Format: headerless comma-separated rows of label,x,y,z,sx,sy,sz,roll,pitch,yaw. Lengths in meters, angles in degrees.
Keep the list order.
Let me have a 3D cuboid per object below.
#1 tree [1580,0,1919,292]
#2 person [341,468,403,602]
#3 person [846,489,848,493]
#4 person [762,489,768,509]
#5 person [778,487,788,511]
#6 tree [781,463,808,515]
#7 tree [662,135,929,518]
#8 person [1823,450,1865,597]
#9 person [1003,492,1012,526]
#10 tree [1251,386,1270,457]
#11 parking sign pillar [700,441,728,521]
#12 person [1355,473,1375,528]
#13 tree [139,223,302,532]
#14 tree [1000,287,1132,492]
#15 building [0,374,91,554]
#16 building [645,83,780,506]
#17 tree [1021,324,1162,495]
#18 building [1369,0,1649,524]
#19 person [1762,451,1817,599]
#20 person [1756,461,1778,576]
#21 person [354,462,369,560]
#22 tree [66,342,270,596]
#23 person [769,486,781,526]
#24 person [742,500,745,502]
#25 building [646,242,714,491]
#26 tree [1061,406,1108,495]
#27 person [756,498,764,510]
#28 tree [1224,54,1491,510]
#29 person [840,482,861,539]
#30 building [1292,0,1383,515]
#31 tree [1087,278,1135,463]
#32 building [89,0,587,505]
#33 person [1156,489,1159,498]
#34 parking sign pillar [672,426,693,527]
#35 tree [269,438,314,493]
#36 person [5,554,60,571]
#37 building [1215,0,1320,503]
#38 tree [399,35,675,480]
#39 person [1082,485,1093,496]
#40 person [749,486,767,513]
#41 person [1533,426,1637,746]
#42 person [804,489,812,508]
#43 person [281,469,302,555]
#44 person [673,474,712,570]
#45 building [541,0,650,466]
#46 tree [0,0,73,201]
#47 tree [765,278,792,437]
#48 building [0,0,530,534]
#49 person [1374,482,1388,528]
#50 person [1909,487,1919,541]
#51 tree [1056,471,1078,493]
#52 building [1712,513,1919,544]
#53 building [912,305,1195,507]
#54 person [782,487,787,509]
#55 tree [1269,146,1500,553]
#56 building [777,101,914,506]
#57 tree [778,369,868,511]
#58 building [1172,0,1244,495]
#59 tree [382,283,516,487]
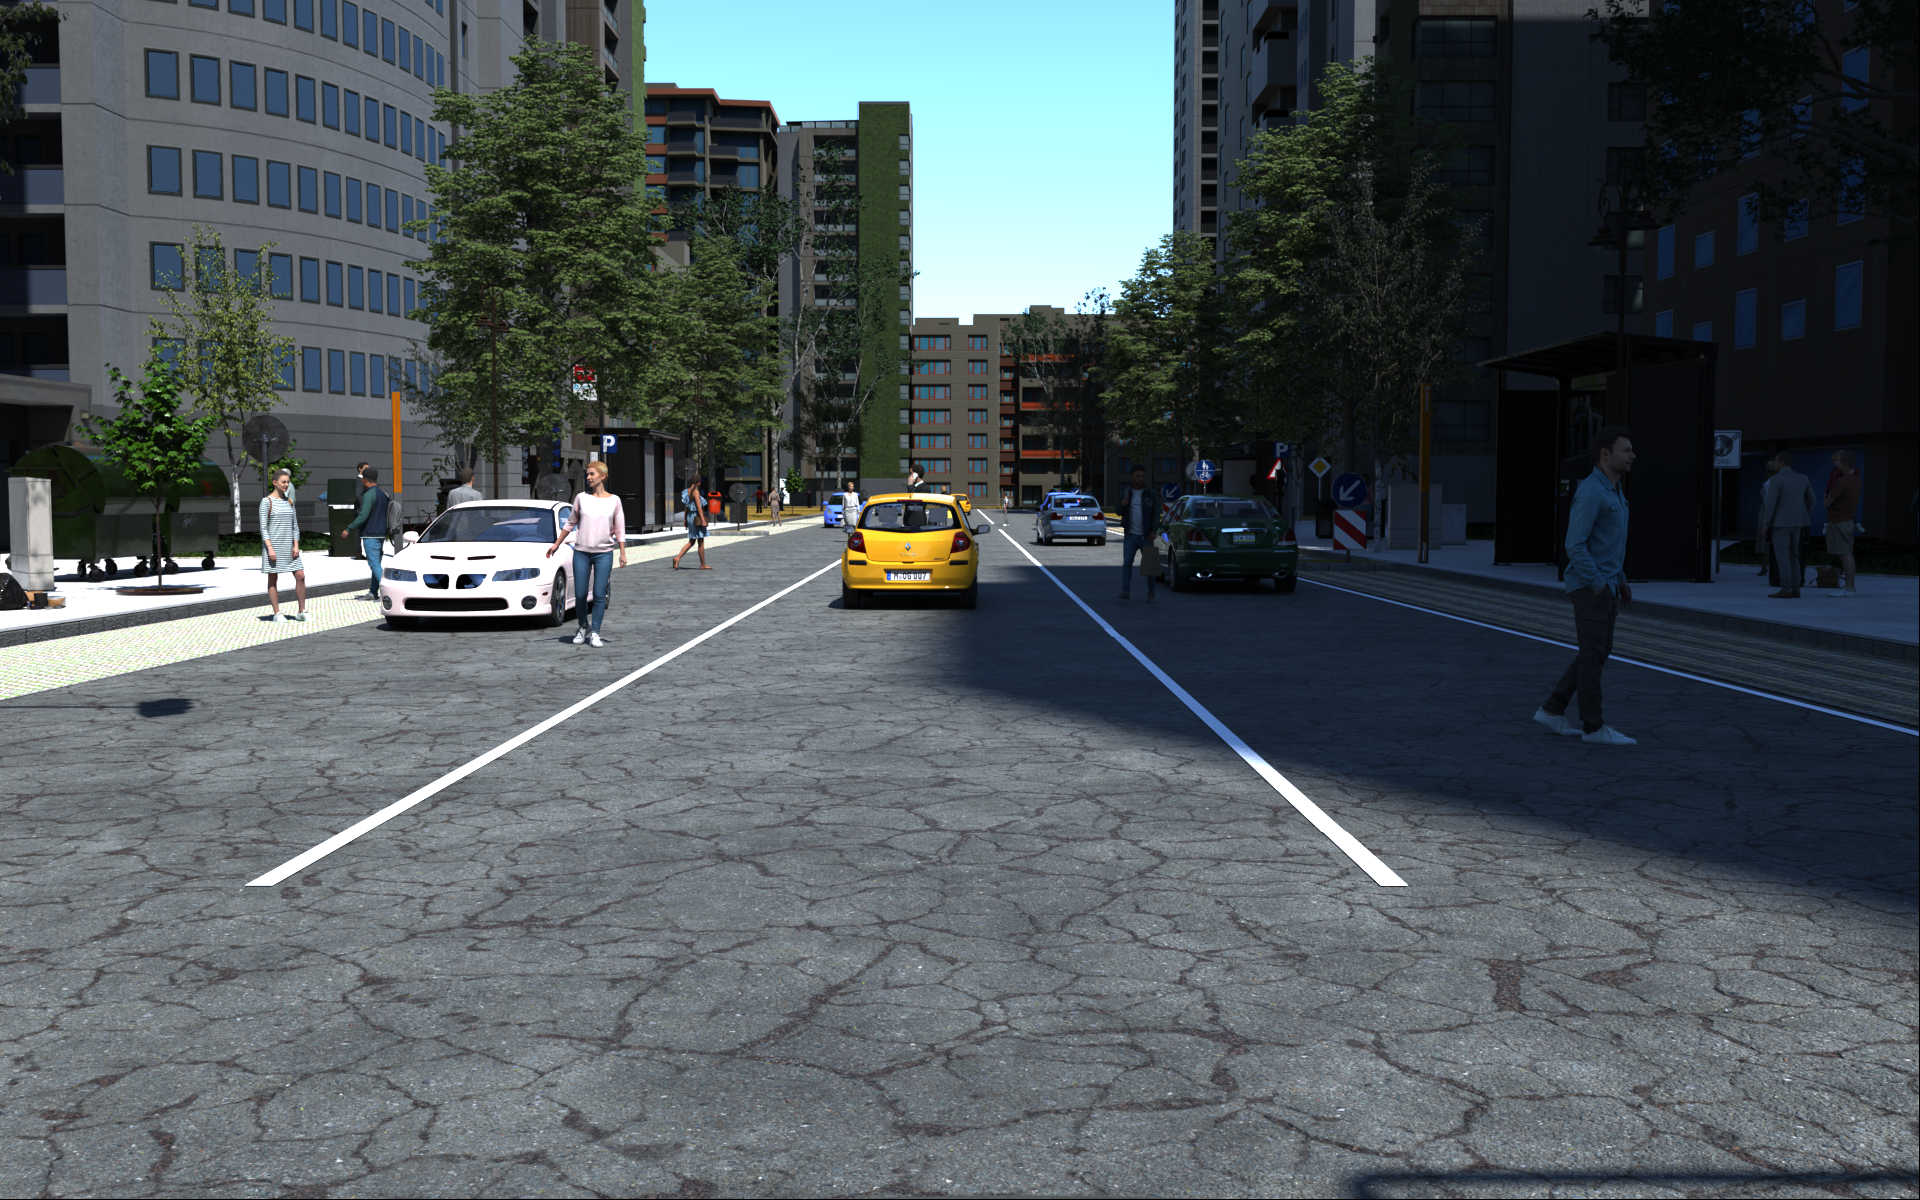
tree,9.274,-4.974,15.744,7.601,10.594,8.767,-2,4,-31
person,-7.756,-0.860,22.911,0.721,1.781,0.623,0,4,-5
person,-10.402,-9.291,158.641,0.721,1.739,1.217,3,4,38
person,-17.286,-8.956,152.918,0.568,1.767,0.683,1,4,17
person,-13.617,-7.724,132.410,0.705,1.814,1.350,2,4,29
tree,-10.285,-6.824,106.178,1.663,3.219,1.824,0,3,0
tree,-8.934,-14.422,91.693,12.611,20.169,13.585,0,3,0
person,11.062,-0.959,21.696,0.573,1.828,0.580,0,4,-5
person,2.062,-4.069,77.622,0.523,1.515,0.503,-2,4,-28
tree,15.636,-7.938,80.143,4.360,8.622,3.978,0,3,0
parking sign pillar,-11.778,-5.737,82.272,1.447,3.967,1.447,3,4,37
person,10.539,-2.384,45.032,0.555,1.821,0.388,0,4,3
tree,-19.796,-5.908,46.964,4.737,8.622,4.395,0,3,0
tree,10.684,-18.449,157.534,12.611,20.169,13.585,0,3,0
building,-29.657,-36.335,32.337,20.563,71.187,20.611,0,3,0
building,-34.074,-32.587,187.428,28.867,44.769,22.147,0,3,0
tree,9.557,-13.073,124.119,12.009,13.543,11.850,0,3,0
building,25.126,-18.580,75.481,14.160,30.474,14.107,0,3,0
person,10.197,-0.930,21.350,0.635,1.810,0.391,-2,4,-24
person,12.695,-1.267,26.976,0.478,1.798,0.641,-1,4,-10
person,-11.534,-1.727,33.645,0.474,1.900,0.648,-2,4,-27
tree,-10.186,-1.686,22.160,1.663,3.219,1.824,0,3,0
person,-8.195,-4.151,76.701,0.599,1.781,0.374,-1,4,-17
person,-19.956,-9.392,159.620,0.705,1.821,1.348,1,4,18
building,-35.540,-17.695,134.352,28.899,21.520,27.650,0,3,0
tree,10.079,-11.741,142.333,4.360,8.622,3.978,0,3,0
person,-16.277,-8.060,141.052,0.599,1.433,0.991,2,4,32
tree,10.077,-7.780,45.326,7.486,12.596,7.792,0,3,0
person,-3.206,-2.602,51.399,0.694,1.780,0.624,1,4,12
building,31.173,-34.407,104.552,21.231,58.520,28.212,0,3,0
tree,9.257,-9.613,75.302,7.486,12.596,7.792,0,3,0
building,-31.342,-39.959,91.587,20.563,71.187,20.611,0,3,0
person,16.438,-8.467,145.264,0.721,1.735,1.217,2,4,28
parking sign pillar,-11.155,-4.873,68.150,1.447,3.967,1.447,0,4,-5
tree,-19.865,-3.424,50.591,1.663,3.219,1.824,0,3,0
person,-15.450,-1.383,28.760,0.850,1.850,0.679,0,4,-3
building,35.005,-33.245,132.794,28.713,52.752,27.495,0,3,0
tree,-10.152,-7.653,43.252,7.486,12.596,7.792,0,3,0
person,5.782,-4.290,78.498,0.638,1.841,0.748,0,4,-7
person,-13.471,-6.725,115.962,1.348,1.831,0.705,-3,4,-38
person,3.649,-0.095,10.072,0.620,1.820,0.660,2,4,30
person,-13.818,-9.199,157.250,0.742,1.727,0.445,0,4,-8
person,-12.836,-1.628,33.154,0.515,1.767,0.782,-1,4,-10
person,-4.998,-1.466,32.560,0.778,1.811,0.616,-2,4,-31
building,-28.027,-26.069,109.816,14.154,41.232,14.086,0,3,0
tree,-11.051,-4.094,17.292,4.360,8.622,3.978,0,3,0
tree,-11.036,-9.660,76.060,7.486,12.596,7.792,0,3,0
building,-30.528,-31.992,65.075,21.231,58.520,28.212,0,3,0
person,15.321,-3.492,63.327,0.709,1.800,0.728,-3,4,-39
person,21.875,-2.002,39.126,0.623,1.781,0.721,0,4,3
tree,9.367,-9.400,148.287,1.663,3.219,1.824,0,3,0
building,27.900,-24.171,45.300,14.600,45.320,14.200,0,3,0
building,9.525,-21.142,190.712,28.899,21.520,27.650,0,3,0
person,-14.648,-8.447,144.012,0.599,1.838,0.709,-1,4,-22
tree,9.334,-5.326,37.447,4.360,8.622,3.978,0,3,0
building,-11.970,-30.599,183.894,14.086,41.232,14.154,0,3,0
tree,-9.967,-11.855,128.241,7.601,10.594,8.767,-3,5,-43
building,34.415,-45.785,186.834,20.611,71.187,20.563,0,3,0
tree,-16.981,-6.624,58.660,4.360,8.622,3.978,0,3,0
